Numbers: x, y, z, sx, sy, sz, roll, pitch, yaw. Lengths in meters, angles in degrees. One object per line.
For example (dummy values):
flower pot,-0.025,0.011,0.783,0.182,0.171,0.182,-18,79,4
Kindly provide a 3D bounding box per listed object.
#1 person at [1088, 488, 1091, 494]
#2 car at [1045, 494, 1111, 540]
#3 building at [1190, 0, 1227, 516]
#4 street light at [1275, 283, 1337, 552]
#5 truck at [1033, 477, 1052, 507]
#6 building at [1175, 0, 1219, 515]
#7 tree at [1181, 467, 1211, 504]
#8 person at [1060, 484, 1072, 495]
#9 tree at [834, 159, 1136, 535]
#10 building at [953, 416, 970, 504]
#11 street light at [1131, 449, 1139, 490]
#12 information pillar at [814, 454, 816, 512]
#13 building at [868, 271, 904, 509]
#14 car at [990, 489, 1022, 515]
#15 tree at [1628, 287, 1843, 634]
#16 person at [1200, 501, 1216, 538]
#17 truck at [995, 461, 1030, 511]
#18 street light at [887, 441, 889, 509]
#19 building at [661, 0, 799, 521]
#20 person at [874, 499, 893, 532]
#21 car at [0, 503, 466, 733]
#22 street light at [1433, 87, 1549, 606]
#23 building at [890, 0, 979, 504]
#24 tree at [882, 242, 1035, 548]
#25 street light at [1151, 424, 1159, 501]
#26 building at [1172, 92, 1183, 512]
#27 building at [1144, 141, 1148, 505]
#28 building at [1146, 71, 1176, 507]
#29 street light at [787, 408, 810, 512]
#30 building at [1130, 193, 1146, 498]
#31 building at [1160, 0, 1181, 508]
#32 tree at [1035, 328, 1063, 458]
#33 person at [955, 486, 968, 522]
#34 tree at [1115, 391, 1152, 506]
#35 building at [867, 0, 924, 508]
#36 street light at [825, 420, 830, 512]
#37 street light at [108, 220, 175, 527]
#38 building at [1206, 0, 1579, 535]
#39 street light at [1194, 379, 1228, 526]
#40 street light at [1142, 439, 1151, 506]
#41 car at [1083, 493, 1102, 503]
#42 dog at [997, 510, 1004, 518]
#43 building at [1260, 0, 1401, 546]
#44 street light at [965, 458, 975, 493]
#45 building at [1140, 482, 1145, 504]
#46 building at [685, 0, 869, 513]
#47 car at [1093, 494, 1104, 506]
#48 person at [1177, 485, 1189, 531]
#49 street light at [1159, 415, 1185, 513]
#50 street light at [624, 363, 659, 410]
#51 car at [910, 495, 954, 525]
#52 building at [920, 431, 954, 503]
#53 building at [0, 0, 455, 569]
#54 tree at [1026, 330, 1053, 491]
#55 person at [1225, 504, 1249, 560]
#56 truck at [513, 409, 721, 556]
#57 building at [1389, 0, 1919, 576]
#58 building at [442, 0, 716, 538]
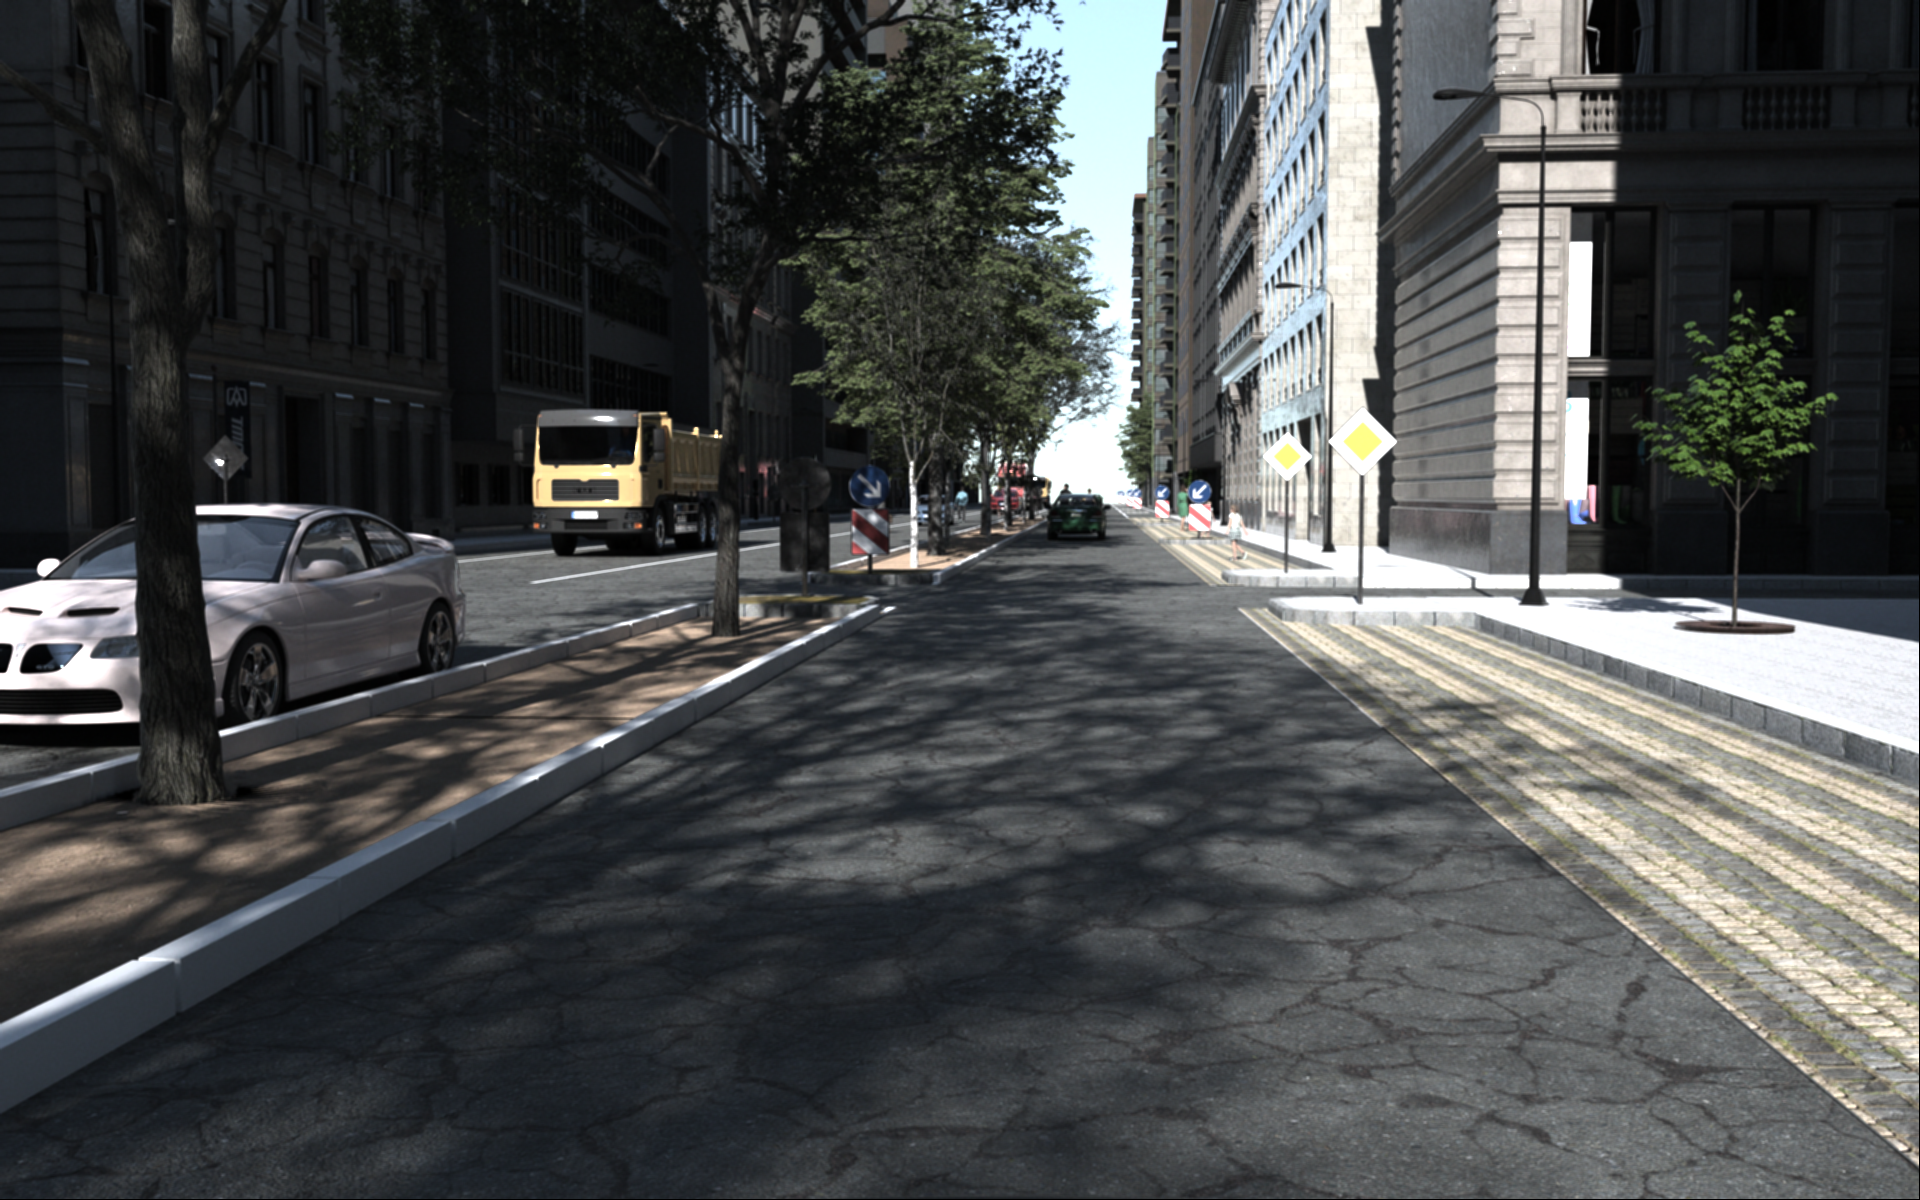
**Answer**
person,6.991,-5.083,92.279,0.731,1.740,0.598,1,4,10
car,3.740,-2.654,55.189,2.131,1.459,4.920,0,4,5
building,19.798,-18.147,90.203,14.314,27.812,24.014,0,4,5
street light,7.620,-4.014,38.167,1.470,5.913,1.316,0,4,5
truck,8.741,-12.182,195.105,3.469,3.379,9.791,0,4,5
building,21.581,-28.298,112.777,14.600,45.320,14.200,0,4,5
tree,14.093,-6.743,104.852,1.663,3.219,1.824,0,3,0
person,4.129,-3.727,69.239,0.655,1.846,0.447,-2,4,-31
tree,0.849,-9.001,60.000,12.009,13.543,11.850,0,3,0
building,-10.295,-34.413,217.278,22.147,44.769,28.867,0,4,5
street light,18.756,-12.636,179.131,1.470,5.913,1.316,0,4,5
information pillar,-8.402,-6.682,100.604,0.183,3.616,0.504,0,4,1
building,-19.948,-18.143,141.678,27.650,21.520,28.899,0,4,5
car,3.219,-6.907,121.605,2.281,1.827,5.304,0,4,5
tree,7.357,-1.333,16.391,1.663,3.219,1.824,0,3,0
person,7.771,-2.495,54.306,0.505,1.210,0.382,-2,4,-35
truck,4.696,-9.789,148.957,2.839,4.237,11.283,0,4,5
street light,-5.274,-10.150,138.497,1.470,5.913,1.316,0,4,5
building,-16.492,-17.929,90.397,12.463,27.353,25.104,0,4,5
person,-2.907,-3.363,63.455,0.822,1.834,0.622,0,4,6
car,-4.950,0.033,11.820,2.083,1.381,4.827,0,4,5
street light,6.107,-2.898,19.929,1.470,5.913,1.316,0,4,5
building,-7.819,-49.129,241.514,20.563,71.187,20.611,0,4,5
tree,-0.368,-5.716,46.274,4.737,8.622,4.395,0,3,0
street light,13.624,-8.712,114.976,1.470,5.913,1.316,0,4,5
building,22.687,-21.750,127.315,14.160,30.474,14.107,0,4,5
building,28.495,-31.613,200.473,14.154,41.232,14.086,0,4,5
building,26.033,-29.790,170.667,14.154,41.232,14.086,0,4,5
street light,-8.759,-7.391,93.391,1.470,5.913,1.316,0,4,5
building,35.399,-36.181,246.181,22.147,44.769,28.867,0,4,5
building,28.354,-30.172,147.943,22.147,44.769,28.867,0,4,5
tree,1.812,-7.133,69.451,4.737,8.622,4.395,0,3,0
person,0.085,-4.827,87.440,0.660,1.820,0.620,-1,4,-11
tree,20.656,-16.613,189.742,7.486,12.596,7.792,0,3,0
building,-10.948,-31.297,161.812,14.600,45.320,14.200,0,4,5
street light,-7.743,-8.164,106.022,1.470,5.913,1.316,0,4,5
street light,-13.899,-3.484,29.509,1.470,5.913,1.316,0,4,5
building,15.876,-14.663,68.616,11.050,23.489,19.941,0,4,5
street light,10.140,-5.959,69.970,1.470,5.913,1.316,0,4,5
street light,16.357,-10.689,147.303,1.470,5.913,1.316,0,4,5
car,7.242,-5.571,100.873,2.009,1.686,4.222,0,4,6
dog,2.491,-5.141,103.336,0.406,0.507,0.540,3,5,40
building,14.781,-11.938,49.942,10.420,20.320,16.860,0,4,5
street light,1.276,-15.200,221.055,1.470,5.913,1.316,0,4,5
building,39.151,-32.236,218.939,32.217,40.220,23.993,0,4,5
building,-18.101,-30.075,115.424,21.300,48.544,21.600,0,4,5
car,16.627,-12.304,212.960,2.131,1.459,4.920,0,4,6
person,8.585,-3.546,66.717,0.600,1.795,0.529,2,4,32
street light,12.626,-7.904,101.775,1.470,5.913,1.316,0,4,5
street light,-11.362,-5.447,61.595,1.470,5.913,1.316,0,4,5
car,-1.236,-4.109,79.184,2.014,1.417,4.499,0,4,4
building,-8.267,-25.905,195.250,14.160,30.474,14.107,0,4,5
building,-19.210,-11.568,38.284,9.793,20.994,18.267,0,4,5
tree,0.864,-6.057,51.853,4.360,8.622,3.978,0,3,0
person,5.908,-1.442,37.096,0.505,1.210,0.382,-3,5,-43
truck,-8.056,-2.848,42.484,3.469,3.379,9.791,0,4,4
building,18.017,-12.355,30.886,19.941,23.489,11.050,0,4,5
building,-18.977,-14.880,62.347,14.314,24.678,30.058,0,4,5
